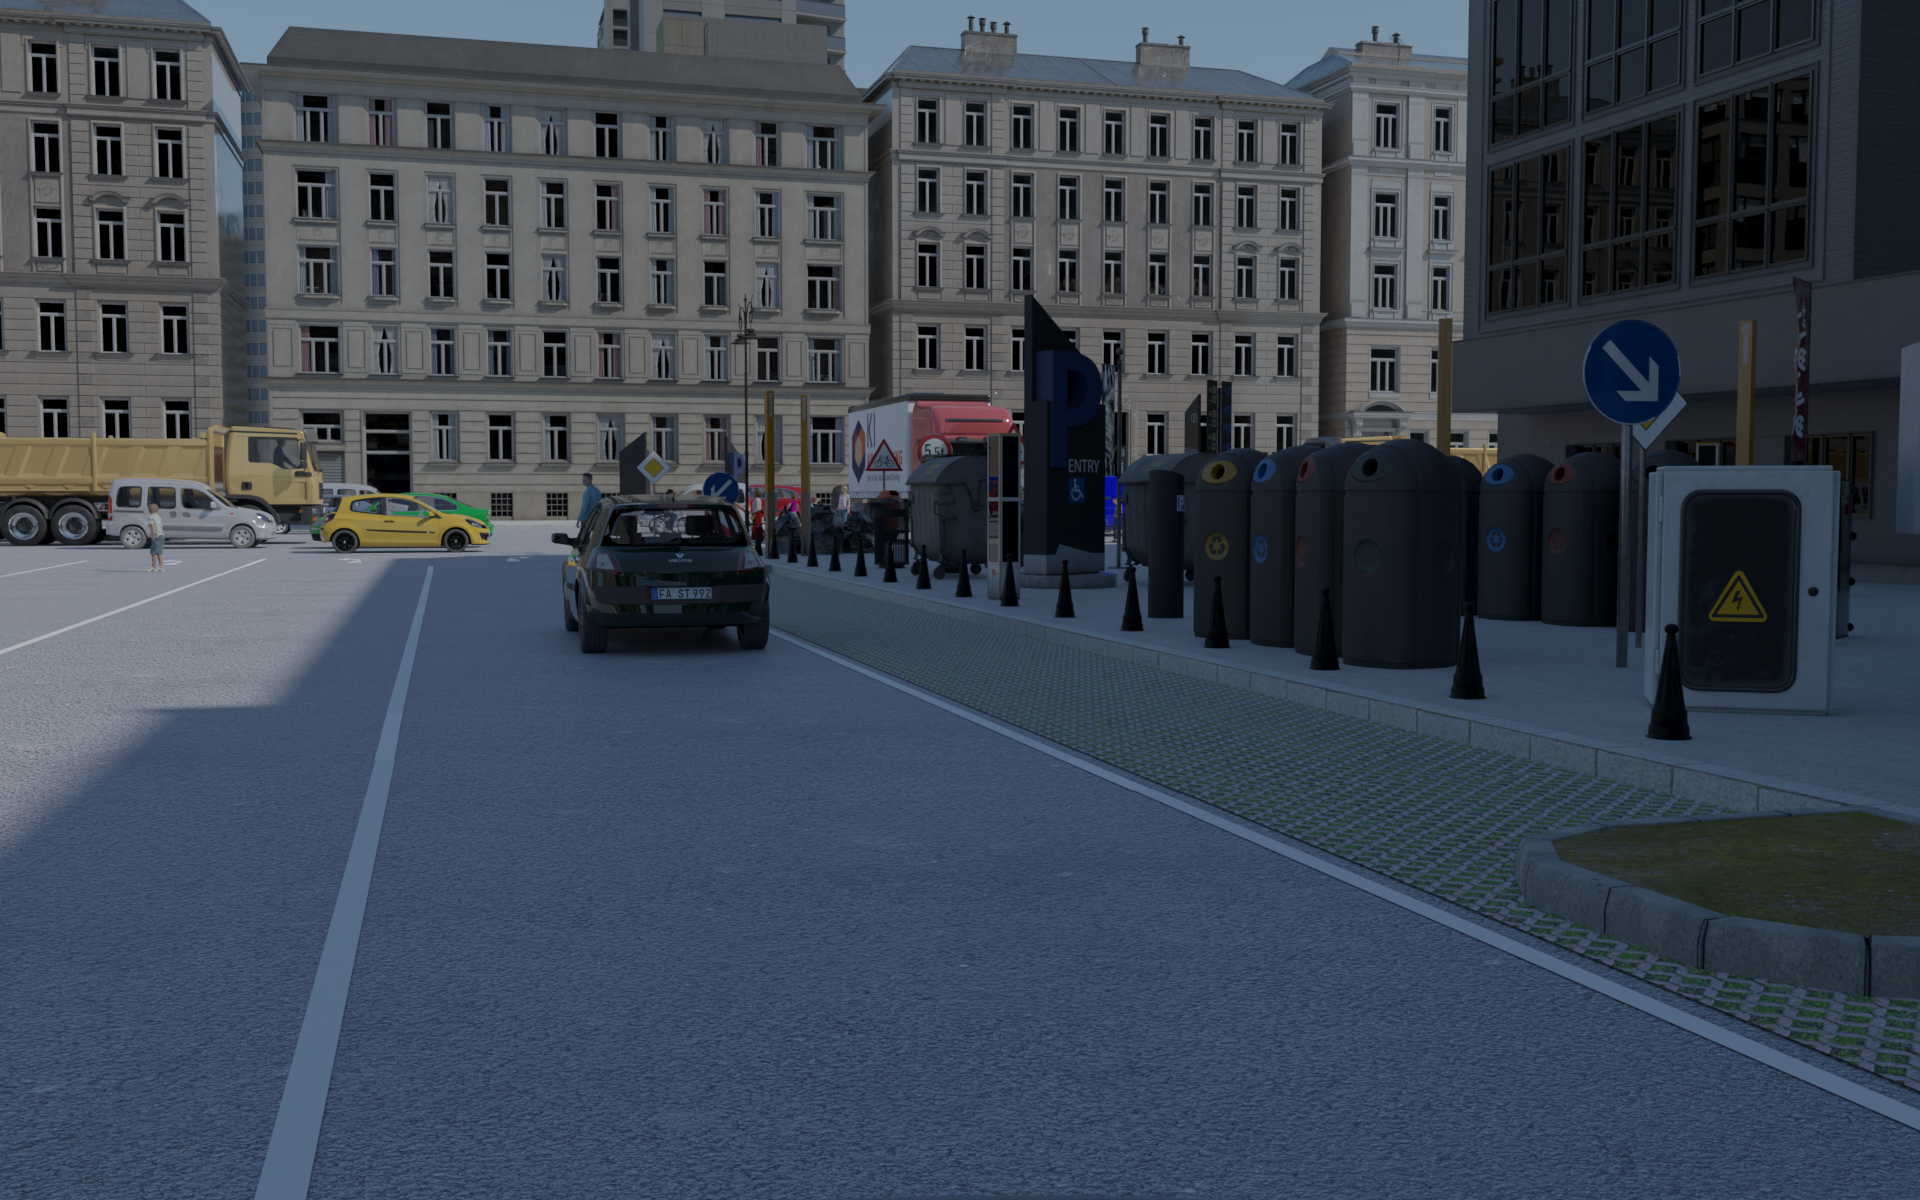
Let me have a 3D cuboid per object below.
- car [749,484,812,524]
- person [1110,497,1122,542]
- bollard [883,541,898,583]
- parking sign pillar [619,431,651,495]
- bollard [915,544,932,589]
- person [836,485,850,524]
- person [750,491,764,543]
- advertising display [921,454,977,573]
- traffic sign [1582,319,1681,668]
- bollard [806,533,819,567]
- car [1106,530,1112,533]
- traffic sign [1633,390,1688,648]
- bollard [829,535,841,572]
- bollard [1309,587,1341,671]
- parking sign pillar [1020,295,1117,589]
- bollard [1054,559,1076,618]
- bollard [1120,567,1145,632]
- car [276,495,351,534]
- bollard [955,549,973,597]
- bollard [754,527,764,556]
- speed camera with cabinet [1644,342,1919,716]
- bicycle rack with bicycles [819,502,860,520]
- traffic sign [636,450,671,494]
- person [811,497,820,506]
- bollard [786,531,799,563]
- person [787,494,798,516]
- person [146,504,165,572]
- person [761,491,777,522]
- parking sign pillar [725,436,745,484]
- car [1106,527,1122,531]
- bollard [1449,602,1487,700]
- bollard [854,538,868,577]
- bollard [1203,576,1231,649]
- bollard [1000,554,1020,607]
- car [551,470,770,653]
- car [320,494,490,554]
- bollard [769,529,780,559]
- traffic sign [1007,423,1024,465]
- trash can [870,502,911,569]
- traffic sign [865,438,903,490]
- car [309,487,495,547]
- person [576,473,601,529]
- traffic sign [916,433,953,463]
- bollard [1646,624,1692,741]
[{"bbox_3d":[-8.296,-3.592,67.408,5.304,1.827,2.281,-1,4,-16],"label":"car"},{"bbox_3d":[4.626,-2.378,51.293,0.340,1.345,0.435,1,4,11],"label":"person"},{"bbox_3d":[-1.014,-0.559,25.184,0.229,0.601,0.229,0,3,0],"label":"bollard"},{"bbox_3d":[-14.075,-5.292,74.993,1.447,3.967,1.447,1,4,20],"label":"parking sign pillar"},{"bbox_3d":[-0.489,-0.450,23.395,0.229,0.601,0.229,0,3,0],"label":"bollard"},{"bbox_3d":[-4.115,-3.197,61.443,0.731,1.740,0.598,2,4,30],"label":"person"},{"bbox_3d":[-6.007,-2.468,51.321,0.387,1.526,0.523,0,4,7],"label":"person"},{"bbox_3d":[-0.143,-1.394,28.012,0.974,1.923,0.123,0,4,-7],"label":"advertising display"},{"bbox_3d":[4.904,-0.774,12.757,0.768,2.556,0.104,-1,4,-8],"label":"traffic sign"},{"bbox_3d":[-2.599,-0.887,30.550,0.229,0.601,0.229,0,3,0],"label":"bollard"},{"bbox_3d":[4.164,-3.363,64.574,3.694,1.707,1.945,-1,4,-15],"label":"car"},{"bbox_3d":[5.660,-0.807,14.385,0.795,2.450,0.064,-1,4,-14],"label":"traffic sign"},{"bbox_3d":[-2.076,-0.778,28.765,0.229,0.601,0.229,0,3,0],"label":"bollard"},{"bbox_3d":[2.674,0.206,12.679,0.229,0.601,0.229,0,3,0],"label":"bollard"},{"bbox_3d":[1.457,-2.170,23.946,1.447,3.967,1.447,3,5,42],"label":"parking sign pillar"},{"bbox_3d":[1.094,-0.122,18.032,0.229,0.601,0.229,0,3,0],"label":"bollard"},{"bbox_3d":[1.619,-0.013,16.252,0.229,0.601,0.229,0,3,0],"label":"bollard"},{"bbox_3d":[-23.000,-3.103,62.735,4.499,1.417,2.014,-1,4,-15],"label":"car"},{"bbox_3d":[0.048,-0.340,21.593,0.229,0.601,0.229,0,3,0],"label":"bollard"},{"bbox_3d":[-4.188,-1.216,35.930,0.229,0.601,0.229,0,3,0],"label":"bollard"},{"bbox_3d":[5.145,-0.965,10.114,2.038,3.252,0.660,1,4,17],"label":"speed camera with cabinet"},{"bbox_3d":[-5.574,-3.923,77.523,2.852,0.926,2.925,1,4,17],"label":"bicycle rack with bicycles"},{"bbox_3d":[-7.052,-2.219,39.918,0.795,2.450,0.064,-1,4,-16],"label":"traffic sign"},{"bbox_3d":[-5.242,-3.104,63.161,0.340,1.345,0.435,1,4,11],"label":"person"},{"bbox_3d":[-3.129,-0.997,32.349,0.229,0.601,0.229,0,3,0],"label":"bollard"},{"bbox_3d":[-6.299,-3.203,64.103,0.776,1.435,0.726,2,4,34],"label":"person"},{"bbox_3d":[-14.832,-1.145,31.903,0.352,1.250,0.332,3,5,41],"label":"person"},{"bbox_3d":[-5.903,-2.785,54.290,0.600,1.795,0.529,3,5,39],"label":"person"},{"bbox_3d":[-10.553,-5.681,81.354,1.447,3.967,1.447,1,4,20],"label":"parking sign pillar"},{"bbox_3d":[5.207,-3.003,61.456,4.827,1.381,2.083,-1,4,-15],"label":"car"},{"bbox_3d":[3.198,0.315,10.894,0.229,0.601,0.229,0,3,0],"label":"bollard"},{"bbox_3d":[-1.546,-0.669,26.987,0.229,0.601,0.229,0,3,0],"label":"bollard"},{"bbox_3d":[2.148,0.096,14.468,0.229,0.601,0.229,0,3,0],"label":"bollard"},{"bbox_3d":[0.568,-0.231,19.812,0.229,0.601,0.229,0,3,0],"label":"bollard"},{"bbox_3d":[-2.990,-0.450,17.142,2.009,1.686,4.222,-1,4,-16],"label":"car"},{"bbox_3d":[-13.681,-1.990,42.766,3.980,1.641,2.015,-1,4,-16],"label":"car"},{"bbox_3d":[-3.657,-1.107,34.139,0.229,0.601,0.229,0,3,0],"label":"bollard"},{"bbox_3d":[0.972,-1.932,31.592,0.884,2.594,0.081,-1,4,-9],"label":"traffic sign"},{"bbox_3d":[-1.184,-1.122,30.002,0.748,1.137,0.748,0,3,0],"label":"trash can"},{"bbox_3d":[-1.782,-2.480,40.552,0.884,2.594,0.081,0,4,-7],"label":"traffic sign"},{"bbox_3d":[-14.878,-2.293,46.288,4.718,1.807,1.959,-1,4,-15],"label":"car"},{"bbox_3d":[-7.006,-1.507,33.007,0.748,1.841,0.638,2,4,35],"label":"person"},{"bbox_3d":[-0.541,-2.220,36.401,0.768,2.556,0.104,0,4,-8],"label":"traffic sign"},{"bbox_3d":[3.732,0.424,9.102,0.229,0.601,0.229,0,3,0],"label":"bollard"}]
